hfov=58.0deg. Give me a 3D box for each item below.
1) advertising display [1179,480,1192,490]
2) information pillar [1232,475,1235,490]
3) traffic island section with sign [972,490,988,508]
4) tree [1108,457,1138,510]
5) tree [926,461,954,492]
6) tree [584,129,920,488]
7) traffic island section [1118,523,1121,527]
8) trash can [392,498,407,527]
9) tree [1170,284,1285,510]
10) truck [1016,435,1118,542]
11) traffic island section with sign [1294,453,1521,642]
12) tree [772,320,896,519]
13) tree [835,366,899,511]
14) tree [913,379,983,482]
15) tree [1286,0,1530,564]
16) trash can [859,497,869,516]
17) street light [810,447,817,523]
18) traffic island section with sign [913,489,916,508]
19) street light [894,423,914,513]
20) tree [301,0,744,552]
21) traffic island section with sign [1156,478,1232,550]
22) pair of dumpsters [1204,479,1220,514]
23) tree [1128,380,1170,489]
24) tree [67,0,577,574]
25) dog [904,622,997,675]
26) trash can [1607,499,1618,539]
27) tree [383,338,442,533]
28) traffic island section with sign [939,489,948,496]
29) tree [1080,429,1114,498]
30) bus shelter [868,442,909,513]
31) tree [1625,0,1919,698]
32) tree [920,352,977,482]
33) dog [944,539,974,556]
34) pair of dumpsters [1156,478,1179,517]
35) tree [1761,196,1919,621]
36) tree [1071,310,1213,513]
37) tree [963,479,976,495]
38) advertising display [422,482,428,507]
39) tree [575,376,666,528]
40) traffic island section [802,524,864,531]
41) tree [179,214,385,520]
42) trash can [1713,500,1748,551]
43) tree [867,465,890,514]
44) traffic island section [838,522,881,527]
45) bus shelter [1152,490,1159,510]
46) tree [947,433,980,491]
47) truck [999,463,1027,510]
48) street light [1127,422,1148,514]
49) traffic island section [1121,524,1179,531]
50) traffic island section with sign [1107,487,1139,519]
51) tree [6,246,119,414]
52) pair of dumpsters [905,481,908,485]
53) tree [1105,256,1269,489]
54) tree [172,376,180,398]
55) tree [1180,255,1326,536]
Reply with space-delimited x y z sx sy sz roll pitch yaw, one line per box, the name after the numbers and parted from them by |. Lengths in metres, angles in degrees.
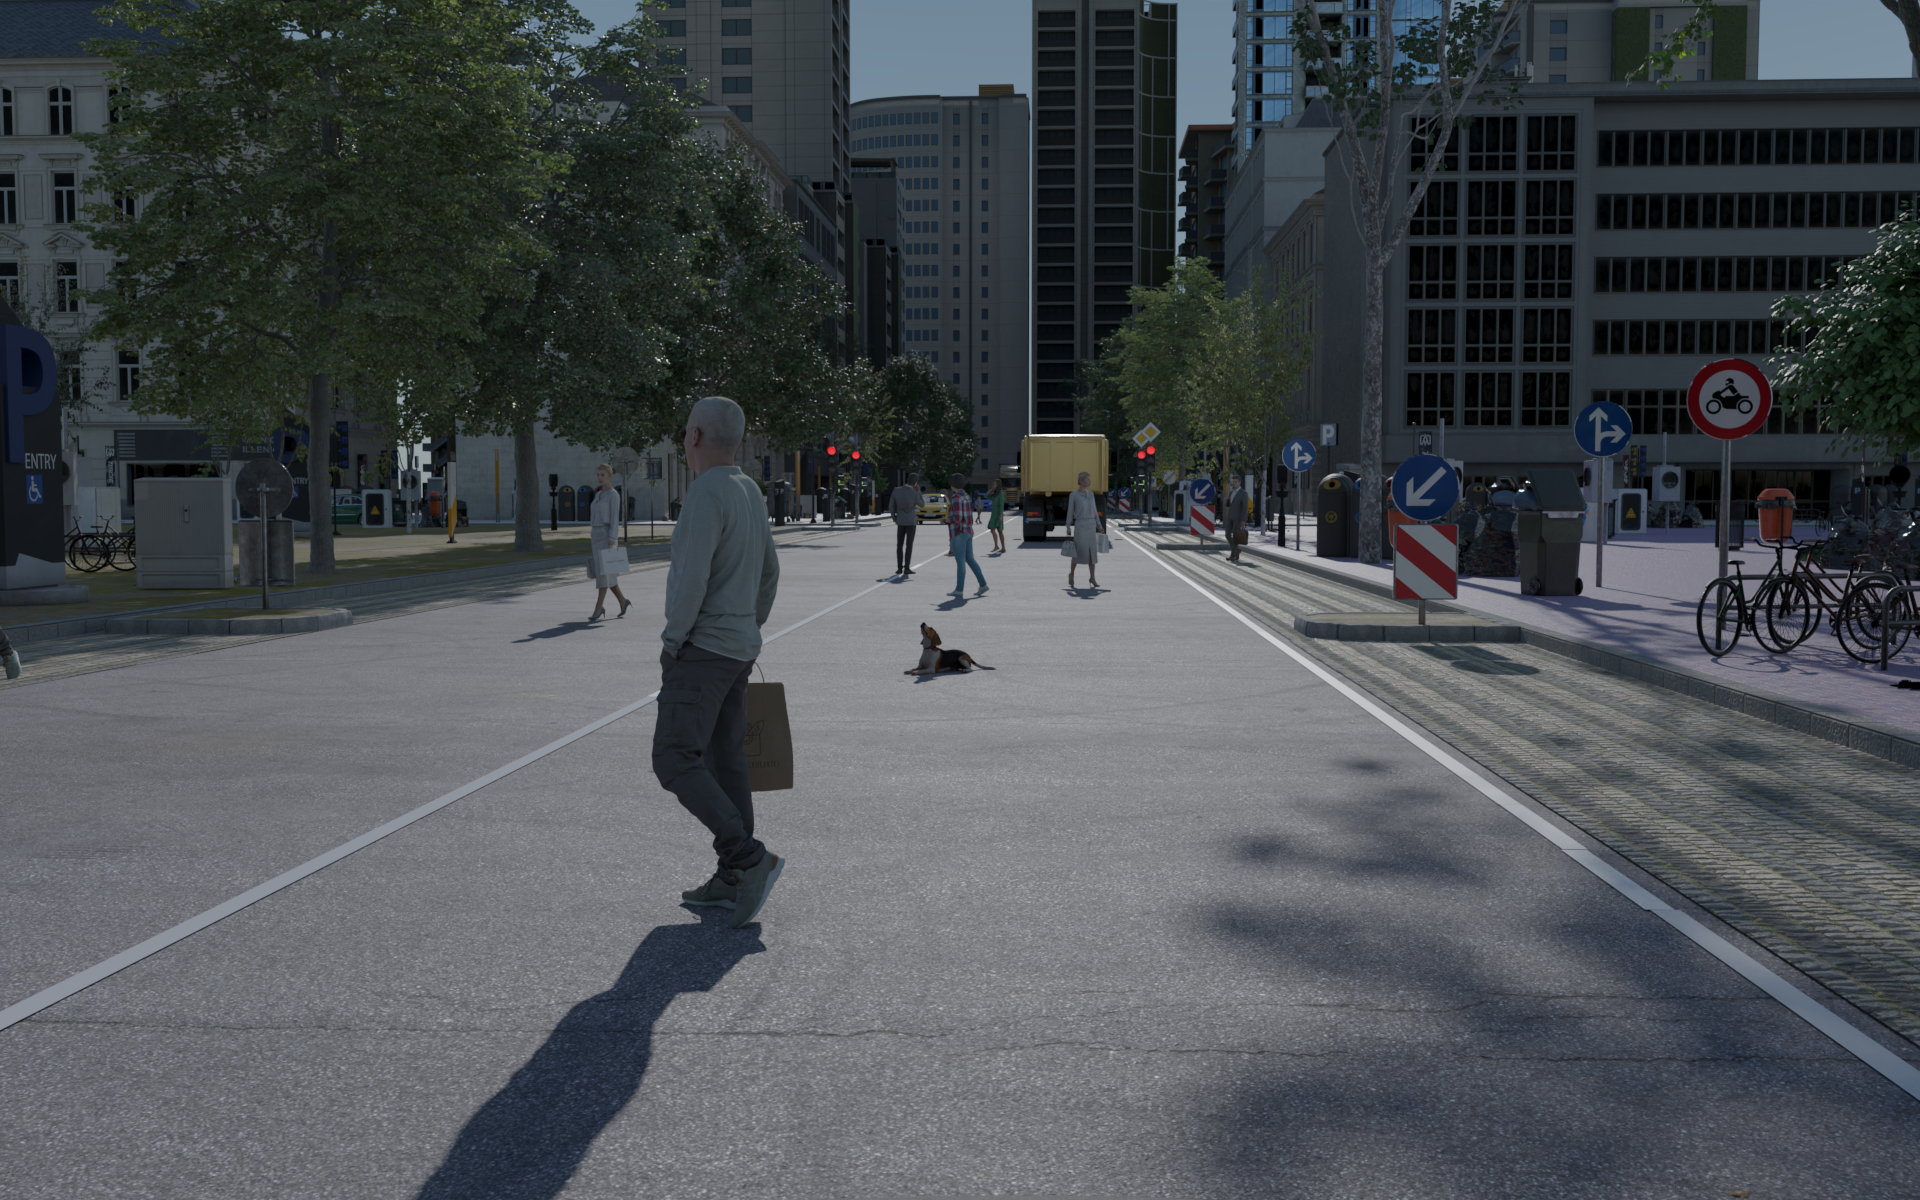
10.162 -4.441 77.826 0.123 1.923 0.974 -2 4 -29 | advertising display
10.641 -3.869 67.757 0.304 2.012 0.304 -1 4 -10 | information pillar
1.806 -10.376 178.269 1.989 1.847 2.006 0 4 3 | traffic island section with sign
14.222 -9.558 139.980 4.285 4.588 4.351 0 3 0 | tree
-1.531 -10.790 160.135 4.285 4.588 4.351 0 3 0 | tree
-7.885 -8.438 54.964 9.611 12.733 9.660 0 3 0 | tree
7.907 -3.258 75.543 2.009 0.180 2.903 0 4 3 | traffic island section
-21.955 -3.437 67.849 0.748 1.137 0.748 0 3 0 | trash can
9.544 -6.779 61.201 4.360 8.622 3.978 0 3 0 | tree
3.404 -3.648 55.576 3.469 3.379 9.791 0 4 4 | truck
4.481 -0.555 17.697 1.989 1.847 2.006 0 4 3 | traffic island section with sign
-6.787 -9.443 88.813 7.601 10.594 8.767 0 3 0 | tree
-5.628 -8.959 96.840 4.360 8.622 3.978 0 3 0 | tree
-1.329 -15.451 170.748 7.486 12.596 7.792 0 3 0 | tree
8.913 -10.700 30.835 12.611 20.169 13.585 0 3 0 | tree
-5.642 -5.517 101.854 0.748 1.137 0.748 0 3 0 | trash can
-5.923 -6.335 76.120 1.470 5.913 1.316 0 4 3 | street light
-2.778 -5.639 100.825 1.989 1.847 2.006 0 4 3 | traffic island section with sign
-3.714 -8.618 113.449 1.470 5.913 1.316 0 4 3 | street light
-9.660 -8.050 38.273 9.857 13.997 8.962 0 3 0 | tree
6.082 -2.205 44.687 1.989 1.847 2.006 0 4 3 | traffic island section with sign
12.820 -5.449 91.584 1.574 2.255 4.437 0 4 3 | pair of dumpsters
12.493 -9.474 105.265 4.360 8.622 3.978 0 3 0 | tree
-9.988 -6.717 27.946 7.486 12.596 7.792 0 3 0 | tree
-0.071 0.384 13.921 0.748 0.427 0.550 0 4 2 | dog
18.573 -2.342 49.946 0.748 1.137 0.748 0 3 0 | trash can
-18.253 -6.495 56.557 4.737 8.622 4.395 0 3 0 | tree
-1.141 -7.319 128.289 1.989 1.847 2.006 0 4 3 | traffic island section with sign
19.591 -18.681 222.442 9.611 12.733 9.660 0 3 0 | tree
-5.105 -8.821 121.847 2.179 5.291 8.768 0 4 4 | bus shelter
6.481 -5.201 10.784 9.928 11.665 9.643 0 3 0 | tree
-3.815 -13.433 136.641 9.611 12.733 9.660 0 3 0 | tree
-0.011 -1.231 40.325 0.748 0.427 0.550 0 4 0 | dog
11.846 -5.768 96.799 1.574 2.255 4.437 0 4 3 | pair of dumpsters
10.119 -2.069 17.537 4.285 4.588 4.351 0 3 0 | tree
12.846 -12.989 119.028 9.857 13.997 8.962 0 3 0 | tree
1.289 -14.152 225.989 1.663 3.219 1.824 0 3 0 | tree
-29.600 -5.567 96.236 0.123 1.923 0.974 0 4 7 | advertising display
-12.762 -7.047 65.579 4.360 8.622 3.978 0 3 0 | tree
-5.035 -2.815 68.313 2.009 0.180 2.903 0 4 3 | traffic island section
-17.835 -5.806 45.288 4.737 8.622 4.395 0 3 0 | tree
17.541 -1.701 39.464 0.748 1.137 0.748 0 3 0 | trash can
-5.326 -7.090 110.523 1.663 3.219 1.824 0 3 0 | tree
-4.563 -3.303 76.284 2.009 0.180 2.903 0 4 3 | traffic island section
15.210 -8.536 133.488 2.014 3.302 5.546 0 4 3 | bus shelter
-0.149 -14.350 184.981 4.360 8.622 3.978 0 3 0 | tree
4.814 -10.334 157.870 2.839 4.237 11.283 0 4 3 | truck
11.493 -8.538 112.144 1.470 5.913 1.316 0 4 3 | street light
7.435 -2.770 67.572 2.009 0.180 2.903 0 4 3 | traffic island section
9.359 -5.595 100.099 1.989 1.847 2.006 0 4 3 | traffic island section with sign
-28.078 -6.241 52.405 4.360 8.622 3.978 0 3 0 | tree
-4.387 -7.747 129.156 1.574 2.255 4.437 0 4 3 | pair of dumpsters
10.764 -10.049 82.424 7.486 12.596 7.792 0 3 0 | tree
-27.539 -7.011 64.998 4.737 8.622 4.395 0 3 0 | tree
9.225 -6.312 53.558 4.737 8.622 4.395 0 3 0 | tree
